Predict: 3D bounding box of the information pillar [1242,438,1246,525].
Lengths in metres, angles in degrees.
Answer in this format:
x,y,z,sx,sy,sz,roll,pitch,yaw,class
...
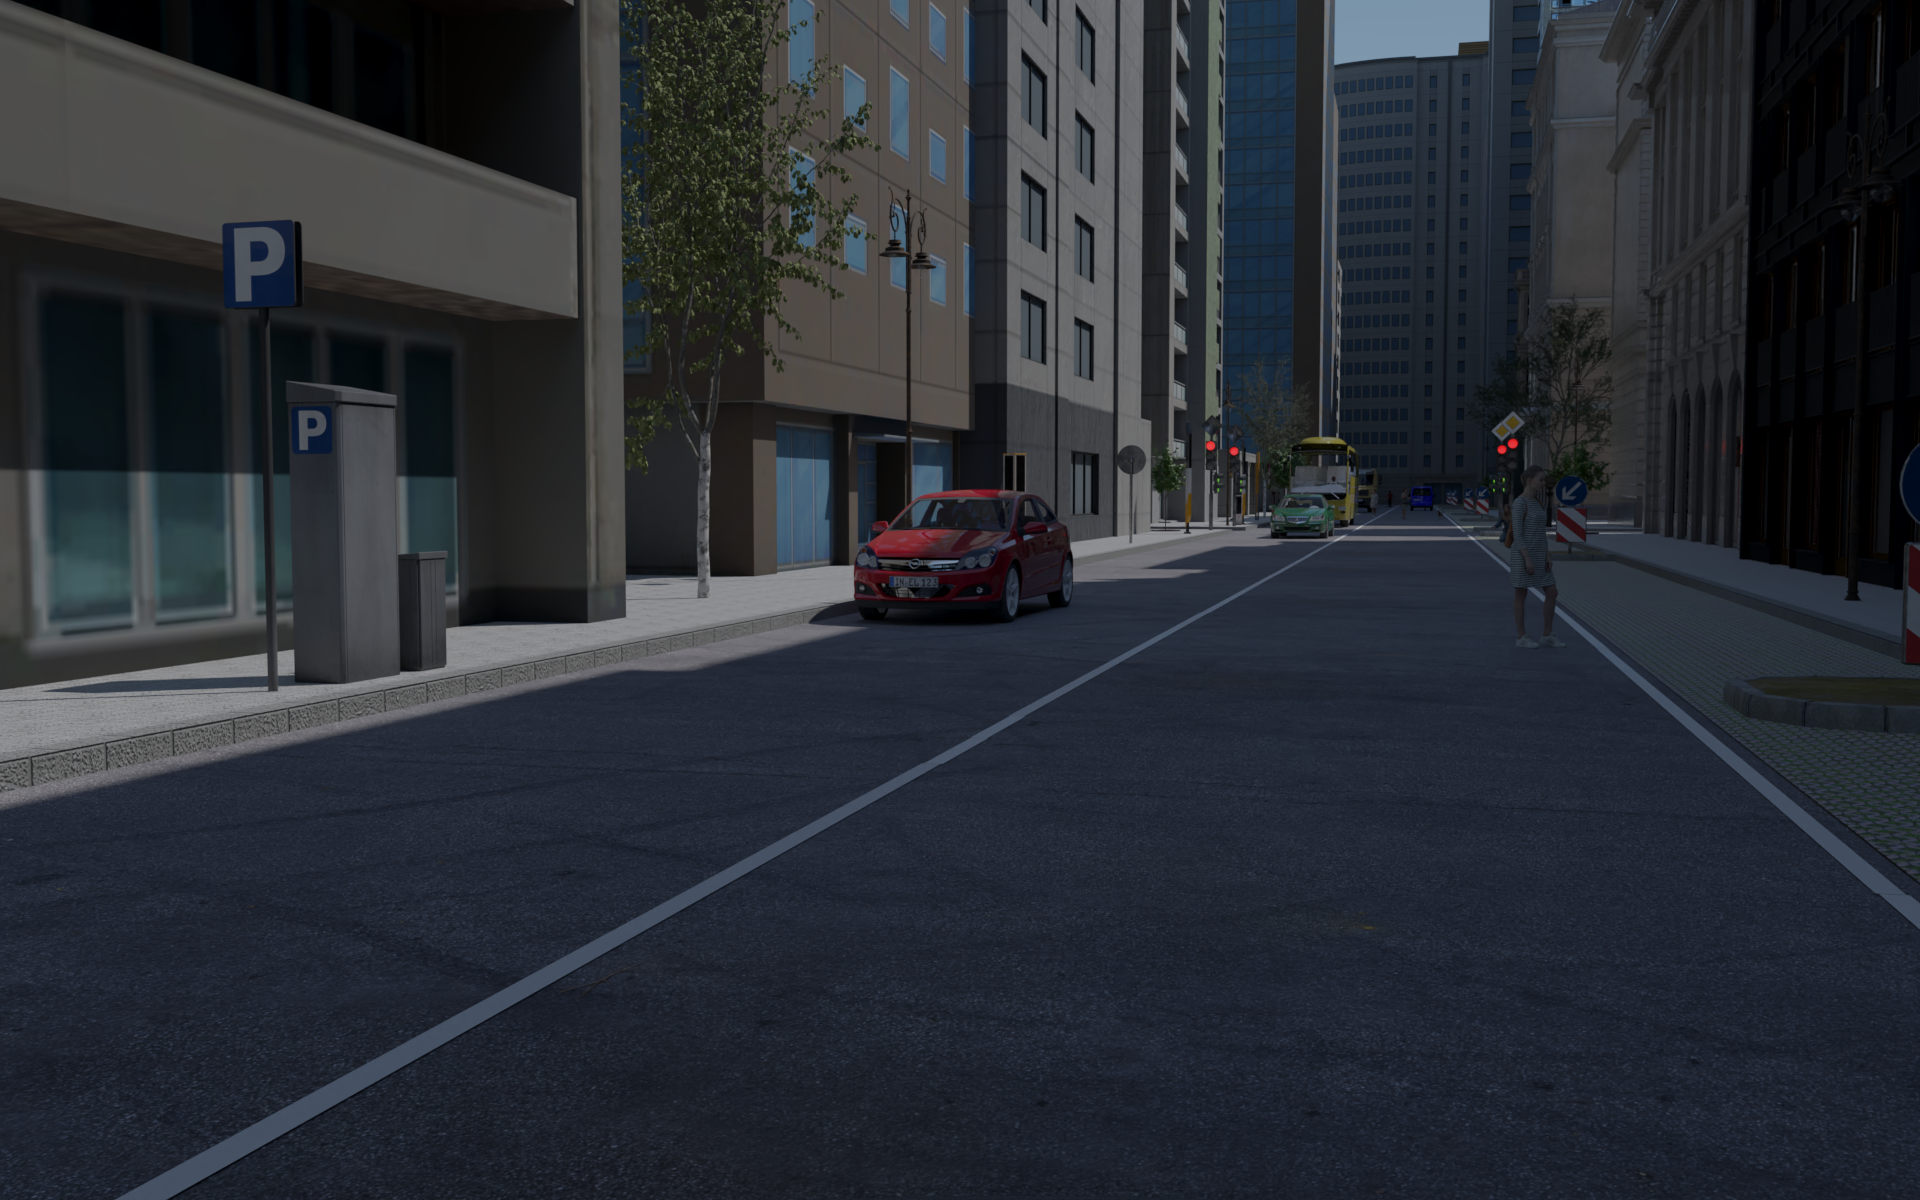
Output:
x,y,z,sx,sy,sz,roll,pitch,yaw,class
11.893,-4.972,72.653,0.183,3.616,0.504,0,4,-1,information pillar

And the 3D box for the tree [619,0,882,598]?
x,y,z,sx,sy,sz,roll,pitch,yaw,class
-3.104,-4.341,21.343,4.737,8.622,4.395,0,3,0,tree

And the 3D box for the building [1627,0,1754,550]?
x,y,z,sx,sy,sz,roll,pitch,yaw,class
25.010,-12.326,43.337,13.314,21.916,24.055,1,4,15,building

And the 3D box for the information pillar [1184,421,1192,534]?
x,y,z,sx,sy,sz,roll,pitch,yaw,class
7.351,-3.937,55.723,0.183,3.616,0.504,0,4,-5,information pillar

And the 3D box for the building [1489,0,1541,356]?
x,y,z,sx,sy,sz,roll,pitch,yaw,class
65.395,-38.987,179.439,21.231,58.520,28.212,1,4,15,building

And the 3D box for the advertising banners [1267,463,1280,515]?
x,y,z,sx,sy,sz,roll,pitch,yaw,class
17.687,-6.210,97.723,0.090,3.025,2.074,-1,4,-9,advertising banners

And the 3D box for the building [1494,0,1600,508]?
x,y,z,sx,sy,sz,roll,pitch,yaw,class
59.206,-51.180,149.463,22.319,86.520,31.000,1,4,15,building

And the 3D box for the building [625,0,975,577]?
x,y,z,sx,sy,sz,roll,pitch,yaw,class
-7.812,-23.459,33.658,14.600,45.320,14.200,1,4,15,building

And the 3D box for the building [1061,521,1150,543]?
x,y,z,sx,sy,sz,roll,pitch,yaw,class
-6.169,-37.349,48.909,20.611,71.187,20.563,1,4,15,building

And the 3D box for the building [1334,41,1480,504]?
x,y,z,sx,sy,sz,roll,pitch,yaw,class
58.631,-42.167,231.430,28.212,58.520,21.231,1,4,15,building

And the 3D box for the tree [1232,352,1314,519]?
x,y,z,sx,sy,sz,roll,pitch,yaw,class
16.167,-8.557,90.275,4.360,8.622,3.978,0,3,0,tree

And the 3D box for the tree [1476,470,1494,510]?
x,y,z,sx,sy,sz,roll,pitch,yaw,class
42.884,-8.961,141.115,1.663,3.219,1.824,0,3,0,tree

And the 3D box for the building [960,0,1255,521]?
x,y,z,sx,sy,sz,roll,pitch,yaw,class
7.547,-40.755,104.596,20.563,71.187,20.611,1,4,15,building

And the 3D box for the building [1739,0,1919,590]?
x,y,z,sx,sy,sz,roll,pitch,yaw,class
19.271,-11.898,24.215,12.332,23.373,15.834,1,4,15,building

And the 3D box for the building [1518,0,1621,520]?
x,y,z,sx,sy,sz,roll,pitch,yaw,class
37.775,-18.803,93.328,13.634,28.700,20.117,1,4,15,building

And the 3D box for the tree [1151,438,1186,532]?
x,y,z,sx,sy,sz,roll,pitch,yaw,class
7.121,-3.973,59.565,1.663,3.219,1.824,0,3,0,tree

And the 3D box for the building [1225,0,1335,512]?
x,y,z,sx,sy,sz,roll,pitch,yaw,class
20.185,-29.246,128.275,14.600,45.320,14.200,1,4,15,building

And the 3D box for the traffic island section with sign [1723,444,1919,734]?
x,y,z,sx,sy,sz,roll,pitch,yaw,class
6.087,-0.155,11.159,1.989,1.847,2.006,1,4,15,traffic island section with sign

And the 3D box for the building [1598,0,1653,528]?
x,y,z,sx,sy,sz,roll,pitch,yaw,class
35.744,-14.583,67.316,19.941,23.489,11.050,1,4,15,building

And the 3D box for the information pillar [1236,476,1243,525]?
x,y,z,sx,sy,sz,roll,pitch,yaw,class
11.531,-4.107,71.634,0.304,2.012,0.304,1,4,10,information pillar

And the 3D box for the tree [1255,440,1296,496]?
x,y,z,sx,sy,sz,roll,pitch,yaw,class
18.850,-7.146,100.547,4.285,4.588,4.351,0,3,0,tree

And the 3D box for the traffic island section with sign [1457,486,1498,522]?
x,y,z,sx,sy,sz,roll,pitch,yaw,class
27.103,-4.996,90.308,1.989,1.847,2.006,1,4,15,traffic island section with sign

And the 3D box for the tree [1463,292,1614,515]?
x,y,z,sx,sy,sz,roll,pitch,yaw,class
27.772,-8.961,80.918,8.767,10.594,7.601,0,4,-7,tree

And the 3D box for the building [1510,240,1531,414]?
x,y,z,sx,sy,sz,roll,pitch,yaw,class
45.787,-18.383,119.646,14.460,24.649,34.723,1,4,15,building

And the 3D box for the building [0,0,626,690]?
x,y,z,sx,sy,sz,roll,pitch,yaw,class
-16.452,-23.572,9.101,21.300,48.544,21.600,1,4,15,building

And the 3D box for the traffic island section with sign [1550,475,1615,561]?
x,y,z,sx,sy,sz,roll,pitch,yaw,class
13.150,-1.783,37.781,1.989,1.847,2.006,1,4,15,traffic island section with sign

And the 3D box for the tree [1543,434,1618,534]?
x,y,z,sx,sy,sz,roll,pitch,yaw,class
19.932,-3.729,55.572,1.663,3.219,1.824,0,3,0,tree

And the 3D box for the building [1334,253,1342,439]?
x,y,z,sx,sy,sz,roll,pitch,yaw,class
38.810,-26.772,209.429,14.107,30.474,14.160,1,4,15,building

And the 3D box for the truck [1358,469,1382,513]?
x,y,z,sx,sy,sz,roll,pitch,yaw,class
31.567,-8.617,136.805,3.469,3.379,9.791,1,4,14,truck

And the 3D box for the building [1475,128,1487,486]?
x,y,z,sx,sy,sz,roll,pitch,yaw,class
67.995,-33.728,201.555,14.600,45.320,14.200,1,4,15,building

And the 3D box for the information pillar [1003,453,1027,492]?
x,y,z,sx,sy,sz,roll,pitch,yaw,class
0.992,-1.646,31.401,0.304,2.012,0.304,-3,5,-43,information pillar

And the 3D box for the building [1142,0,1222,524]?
x,y,z,sx,sy,sz,roll,pitch,yaw,class
3.913,-24.106,77.731,14.154,41.232,14.086,1,4,15,building

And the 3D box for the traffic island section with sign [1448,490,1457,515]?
x,y,z,sx,sy,sz,roll,pitch,yaw,class
34.039,-6.589,116.359,1.989,1.847,2.006,1,4,15,traffic island section with sign
